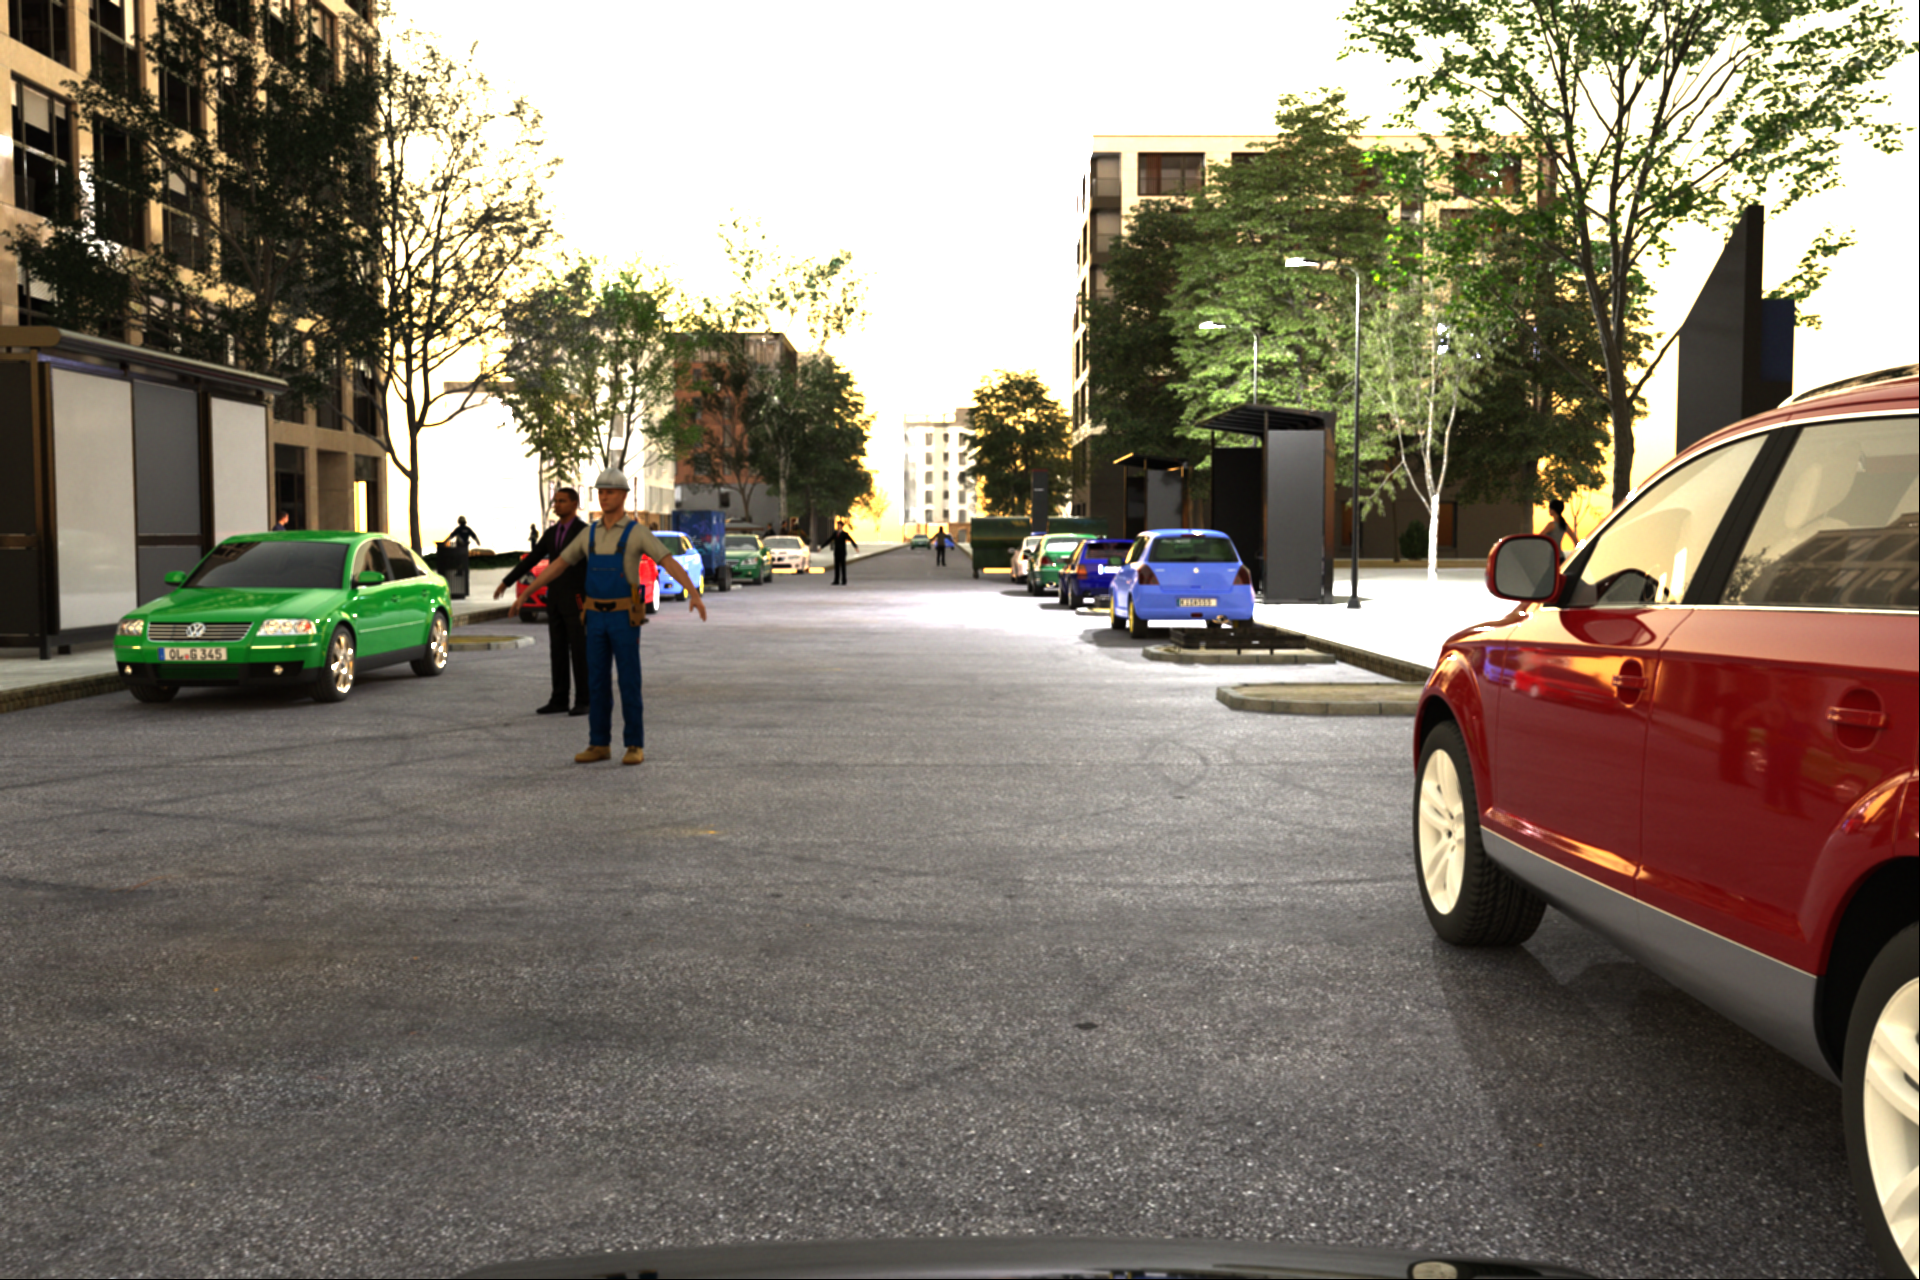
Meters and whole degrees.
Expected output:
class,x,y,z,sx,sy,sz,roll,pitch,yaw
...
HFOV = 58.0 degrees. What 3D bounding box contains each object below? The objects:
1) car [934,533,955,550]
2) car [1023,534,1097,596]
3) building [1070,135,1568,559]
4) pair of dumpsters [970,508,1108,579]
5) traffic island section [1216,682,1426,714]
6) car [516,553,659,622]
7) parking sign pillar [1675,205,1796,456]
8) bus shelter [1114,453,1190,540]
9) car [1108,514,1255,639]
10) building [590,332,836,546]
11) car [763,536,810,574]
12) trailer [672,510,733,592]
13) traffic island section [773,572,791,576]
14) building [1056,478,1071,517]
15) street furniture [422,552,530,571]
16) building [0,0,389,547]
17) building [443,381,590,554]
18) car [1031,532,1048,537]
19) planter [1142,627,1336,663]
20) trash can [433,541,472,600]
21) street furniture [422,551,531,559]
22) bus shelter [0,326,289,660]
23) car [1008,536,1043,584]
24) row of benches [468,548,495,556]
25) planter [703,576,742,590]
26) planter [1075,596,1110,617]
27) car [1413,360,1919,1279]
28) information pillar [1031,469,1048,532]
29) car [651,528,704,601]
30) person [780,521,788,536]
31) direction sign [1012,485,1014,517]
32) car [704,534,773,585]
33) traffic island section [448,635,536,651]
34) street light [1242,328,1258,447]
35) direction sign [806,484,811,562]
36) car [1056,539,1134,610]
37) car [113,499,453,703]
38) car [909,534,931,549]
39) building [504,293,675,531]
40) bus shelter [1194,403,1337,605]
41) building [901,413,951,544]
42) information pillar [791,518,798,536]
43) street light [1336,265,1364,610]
class,x,y,z,sx,sy,sz,roll,pitch,yaw
car,-1.393,-9.022,157.098,1.945,1.707,3.694,0,4,-2
car,2.580,-1.803,41.270,2.131,1.459,4.920,0,4,0
building,20.551,-15.986,105.343,27.936,21.610,32.646,0,4,0
pair of dumpsters,2.528,-3.099,55.626,4.436,2.255,1.574,0,3,0
traffic island section,3.235,0.494,14.783,1.991,0.108,1.994,0,4,0
car,-6.325,-1.263,29.694,2.155,1.783,4.494,0,4,-1
parking sign pillar,6.635,-1.618,14.919,1.447,3.967,1.447,0,4,0
bus shelter,5.864,-3.794,53.319,1.731,3.624,6.357,0,3,0
car,3.140,-0.944,25.033,1.945,1.707,3.694,0,4,-1
building,-28.645,-21.246,191.344,27.936,21.610,32.646,0,4,-1
car,-6.560,-3.149,63.847,2.083,1.381,4.827,0,4,-1
trailer,-6.485,-2.174,42.592,1.471,1.999,3.904,0,4,-1
traffic island section,-6.914,-2.291,60.317,1.991,0.108,1.994,0,3,0
building,18.266,-17.713,231.759,9.099,9.664,28.070,0,4,-1
street furniture,-17.270,-3.049,65.472,5.734,0.657,10.072,0,4,1
building,-30.637,-14.896,46.752,19.351,26.588,34.151,0,4,-1
building,-27.797,-10.209,109.068,9.099,9.664,28.070,0,4,-1
car,2.743,-3.041,59.311,1.945,1.707,3.694,0,4,-1
planter,3.164,0.058,20.199,1.991,0.319,1.994,0,4,-1
trash can,-9.986,-1.373,34.108,0.748,1.137,0.748,0,3,0
street furniture,-19.909,-4.012,81.221,10.072,0.657,5.734,2,4,25
bus shelter,-10.095,-2.526,18.929,2.179,5.291,8.768,0,4,0
car,2.484,-2.346,50.717,2.083,1.381,4.827,0,4,-1
row of benches,-20.567,-3.603,74.369,1.422,0.672,4.104,-1,4,-22
planter,-6.798,-1.497,45.620,1.991,0.319,1.994,0,4,-1
planter,3.077,-0.597,30.901,1.991,0.319,1.994,0,4,-1
car,2.687,0.259,4.432,2.281,1.827,5.304,0,3,0
information pillar,3.191,-4.891,69.353,0.750,3.857,0.750,0,4,-1
car,-6.670,-1.736,37.977,1.945,1.707,3.694,0,4,-1
person,-6.927,-3.821,68.615,0.704,1.812,1.346,0,4,-1
direction sign,2.483,-5.453,81.151,0.379,3.537,0.876,0,4,-2
car,-6.479,-2.344,50.124,2.131,1.459,4.920,0,4,-1
traffic island section,-6.548,0.043,22.170,1.991,0.108,1.994,0,4,0
street light,7.026,-4.007,38.050,1.470,5.913,1.316,0,4,0
direction sign,-6.933,-5.300,78.647,0.379,3.537,0.876,0,3,0
car,2.903,-1.321,34.186,1.945,1.354,3.894,0,4,-1
car,-6.134,-0.449,16.139,1.959,1.807,4.718,0,3,0
car,-3.681,-9.257,163.143,2.131,1.459,4.920,0,3,0
building,-29.472,-17.132,136.523,16.016,20.090,11.380,0,4,-1
bus shelter,5.923,-2.623,34.163,1.731,3.624,6.357,0,4,-1
building,-8.465,-24.598,261.058,11.380,20.090,16.016,0,4,-8
information pillar,-7.378,-4.445,77.171,0.304,2.012,0.304,0,4,1
street light,7.249,-3.470,29.283,1.470,5.913,1.316,0,4,-1
